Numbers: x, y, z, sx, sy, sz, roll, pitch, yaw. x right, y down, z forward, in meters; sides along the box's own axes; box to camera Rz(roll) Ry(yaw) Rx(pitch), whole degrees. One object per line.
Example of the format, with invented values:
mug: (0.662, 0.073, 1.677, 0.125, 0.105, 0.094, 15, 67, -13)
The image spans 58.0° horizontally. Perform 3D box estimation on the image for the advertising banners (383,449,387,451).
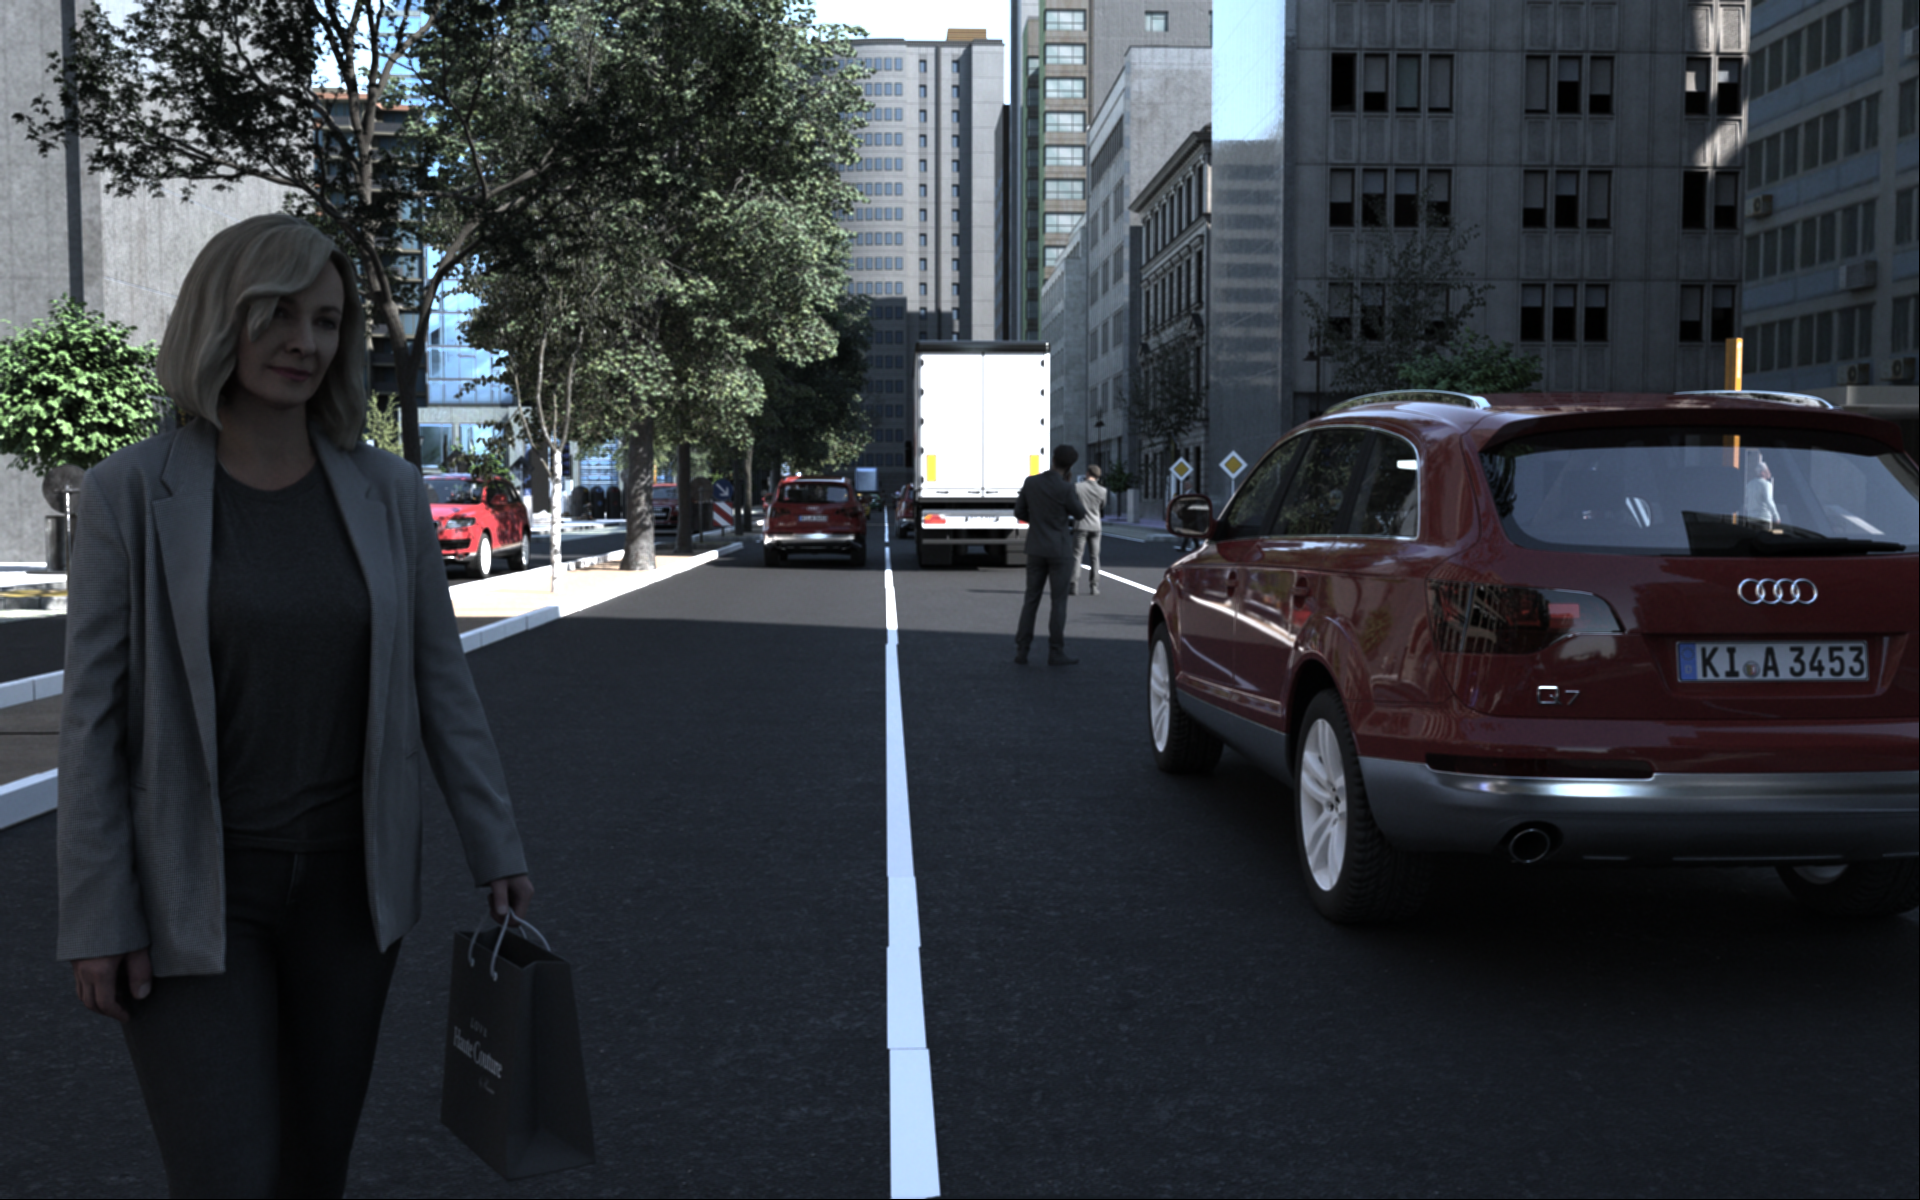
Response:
advertising banners: (-23.273, -4.351, 67.320, 2.074, 3.025, 0.090, -3, 5, -39)

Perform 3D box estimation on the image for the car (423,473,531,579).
car: (-9.067, -1.357, 30.861, 2.281, 1.827, 5.304, 0, 4, -2)

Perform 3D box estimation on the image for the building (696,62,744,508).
building: (-28.203, -31.507, 165.255, 14.600, 45.320, 14.200, 0, 4, -2)

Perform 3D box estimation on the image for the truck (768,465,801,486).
truck: (-14.464, -9.609, 146.866, 2.967, 4.110, 18.799, 0, 4, -4)

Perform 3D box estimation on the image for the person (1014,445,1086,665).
person: (0.757, -0.391, 14.694, 0.655, 1.846, 0.447, 2, 4, 28)

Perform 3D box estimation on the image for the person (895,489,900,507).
person: (-4.828, -7.903, 137.579, 0.709, 1.838, 0.599, 2, 4, 35)

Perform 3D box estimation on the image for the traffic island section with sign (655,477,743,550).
traffic island section with sign: (-6.833, -2.268, 45.225, 2.006, 1.907, 1.989, 0, 4, -2)

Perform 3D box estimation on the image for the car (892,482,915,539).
car: (-1.092, -2.982, 57.430, 2.281, 1.827, 5.304, 0, 4, -4)

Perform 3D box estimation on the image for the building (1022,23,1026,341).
building: (12.351, -28.692, 152.705, 14.154, 41.232, 14.086, 0, 4, -2)

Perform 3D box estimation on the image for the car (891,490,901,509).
car: (-5.525, -9.788, 168.707, 2.281, 1.827, 5.304, 0, 4, -3)

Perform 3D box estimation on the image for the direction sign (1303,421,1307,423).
direction sign: (11.123, -3.795, 54.053, 0.876, 3.537, 0.379, 0, 4, -3)

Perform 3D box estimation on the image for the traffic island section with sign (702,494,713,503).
traffic island section with sign: (-15.300, -5.905, 105.170, 1.989, 1.847, 2.006, 0, 4, -2)

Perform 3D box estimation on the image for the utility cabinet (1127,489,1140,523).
utility cabinet: (7.632, -4.122, 76.068, 0.318, 1.500, 1.173, 0, 4, -8)

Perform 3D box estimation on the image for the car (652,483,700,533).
car: (-10.379, -3.234, 61.541, 2.281, 1.827, 5.304, 0, 4, -2)

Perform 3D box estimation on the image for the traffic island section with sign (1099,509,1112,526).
traffic island section with sign: (5.803, -4.270, 78.448, 1.989, 1.847, 2.006, 0, 4, -2)

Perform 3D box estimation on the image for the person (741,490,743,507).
person: (-22.204, -10.351, 175.994, 0.721, 1.735, 1.217, 0, 4, 3)

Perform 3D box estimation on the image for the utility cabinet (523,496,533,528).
utility cabinet: (-16.400, -3.339, 65.746, 0.306, 1.237, 1.020, -1, 4, -10)

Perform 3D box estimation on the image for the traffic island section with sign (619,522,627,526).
traffic island section with sign: (-14.091, -4.204, 77.357, 1.989, 1.847, 2.006, 0, 4, -2)

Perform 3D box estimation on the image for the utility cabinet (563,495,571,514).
utility cabinet: (-25.717, -6.302, 114.192, 1.020, 1.237, 0.306, -3, 5, -40)

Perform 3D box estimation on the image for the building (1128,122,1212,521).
building: (14.513, -13.293, 81.961, 10.561, 19.102, 19.286, 0, 4, -2)

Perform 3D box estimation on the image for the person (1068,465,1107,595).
person: (1.765, -1.004, 24.723, 0.655, 1.846, 0.447, -1, 4, -15)

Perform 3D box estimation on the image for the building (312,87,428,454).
building: (-68.611, -32.703, 189.326, 28.867, 44.769, 22.147, 0, 4, -2)

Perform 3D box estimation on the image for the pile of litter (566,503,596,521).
pile of litter: (-18.250, -4.279, 83.923, 1.176, 0.858, 1.719, -1, 4, -21)

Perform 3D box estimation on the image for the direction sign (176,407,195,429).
direction sign: (-15.091, -2.565, 33.929, 0.379, 3.537, 0.876, 0, 4, 4)

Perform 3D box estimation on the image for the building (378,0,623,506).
building: (-60.150, -55.501, 220.105, 31.000, 86.520, 22.319, 0, 4, -2)

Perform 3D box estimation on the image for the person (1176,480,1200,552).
person: (5.609, -2.070, 42.744, 0.834, 1.777, 0.661, -2, 4, -28)

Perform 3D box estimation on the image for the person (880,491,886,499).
person: (-8.953, -11.563, 198.276, 1.217, 1.743, 0.721, -1, 4, -21)

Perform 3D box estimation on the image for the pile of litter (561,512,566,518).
pile of litter: (-21.296, -4.937, 94.685, 1.176, 0.858, 1.719, 3, 5, 41)

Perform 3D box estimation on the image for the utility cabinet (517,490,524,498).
utility cabinet: (-24.016, -5.235, 94.269, 0.318, 1.500, 1.173, 3, 4, 37)

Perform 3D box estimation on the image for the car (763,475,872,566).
car: (-2.963, -1.671, 35.990, 2.281, 1.827, 5.304, 0, 4, -3)

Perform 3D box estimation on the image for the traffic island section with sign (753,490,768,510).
traffic island section with sign: (-17.463, -8.967, 155.232, 1.989, 1.847, 2.006, 0, 4, -2)

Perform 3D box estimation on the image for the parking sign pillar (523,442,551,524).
parking sign pillar: (-18.025, -5.211, 73.667, 1.447, 3.967, 1.447, 1, 4, 20)

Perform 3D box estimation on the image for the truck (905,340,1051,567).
truck: (0.233, -2.957, 37.269, 2.839, 4.237, 11.283, 0, 4, -2)

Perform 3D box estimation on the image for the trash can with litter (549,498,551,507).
trash can with litter: (-29.698, -6.942, 124.888, 1.055, 1.170, 0.624, 1, 4, 22)

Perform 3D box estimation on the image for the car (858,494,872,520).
car: (-5.905, -5.313, 97.089, 2.015, 1.641, 3.980, 0, 4, -4)

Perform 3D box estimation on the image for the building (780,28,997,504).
building: (-8.965, -41.624, 222.554, 28.212, 58.520, 21.231, 0, 4, -2)

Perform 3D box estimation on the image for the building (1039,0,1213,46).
building: (13.132, -27.831, 138.639, 14.154, 41.232, 14.086, 0, 4, -2)

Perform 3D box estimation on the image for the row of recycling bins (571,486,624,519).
row of recycling bins: (-18.275, -5.017, 89.141, 3.534, 1.692, 1.069, -2, 4, -33)

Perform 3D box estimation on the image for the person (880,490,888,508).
person: (-8.090, -10.632, 182.335, 1.348, 1.824, 0.705, -3, 5, -44)

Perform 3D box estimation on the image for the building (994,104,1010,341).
building: (11.229, -33.365, 195.620, 14.600, 45.320, 14.200, 0, 4, -2)

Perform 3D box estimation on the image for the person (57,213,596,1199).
person: (-0.878, 0.384, 2.409, 0.709, 1.800, 0.728, -3, 4, -36)

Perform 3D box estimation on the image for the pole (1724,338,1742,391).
pole: (10.142, -1.770, 22.791, 0.158, 3.312, 0.155, 0, 3, 0)

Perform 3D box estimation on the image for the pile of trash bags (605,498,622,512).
pile of trash bags: (-25.658, -6.873, 122.122, 3.447, 1.369, 1.912, -2, 4, -35)

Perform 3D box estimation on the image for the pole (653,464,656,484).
pole: (-17.785, -6.547, 100.879, 0.158, 3.312, 0.155, 0, 3, 0)

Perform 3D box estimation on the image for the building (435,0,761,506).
building: (-38.351, -53.572, 188.568, 31.000, 86.520, 22.319, 0, 4, -2)

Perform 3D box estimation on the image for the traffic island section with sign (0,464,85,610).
traffic island section with sign: (-11.711, -0.835, 22.288, 1.989, 1.847, 2.006, 0, 4, -2)

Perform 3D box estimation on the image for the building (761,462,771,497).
building: (-33.870, -36.610, 222.282, 21.600, 48.544, 21.300, 0, 4, -2)

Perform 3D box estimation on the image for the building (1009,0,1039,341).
building: (15.458, -38.643, 173.811, 21.231, 58.520, 28.212, 0, 4, -2)

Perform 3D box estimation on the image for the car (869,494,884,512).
car: (-7.269, -7.931, 141.461, 2.131, 1.459, 4.920, 0, 4, -2)

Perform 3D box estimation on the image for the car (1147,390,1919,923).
car: (2.123, 0.080, 7.368, 2.281, 1.827, 5.304, 0, 4, -3)

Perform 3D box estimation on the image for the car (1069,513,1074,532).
car: (3.591, -3.380, 63.942, 2.281, 1.827, 5.304, 0, 4, -1)

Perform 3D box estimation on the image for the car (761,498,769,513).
car: (-14.346, -7.694, 134.839, 2.155, 1.783, 4.494, 0, 4, -3)

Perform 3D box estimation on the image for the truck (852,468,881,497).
truck: (-9.135, -10.987, 169.401, 2.967, 4.110, 18.799, 0, 4, -3)

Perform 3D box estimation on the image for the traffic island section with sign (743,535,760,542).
traffic island section with sign: (-7.143, -2.721, 52.626, 2.006, 1.907, 1.989, 0, 4, -2)

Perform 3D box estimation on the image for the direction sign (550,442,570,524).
direction sign: (-17.427, -5.106, 75.478, 0.876, 3.537, 0.379, 0, 4, 6)
